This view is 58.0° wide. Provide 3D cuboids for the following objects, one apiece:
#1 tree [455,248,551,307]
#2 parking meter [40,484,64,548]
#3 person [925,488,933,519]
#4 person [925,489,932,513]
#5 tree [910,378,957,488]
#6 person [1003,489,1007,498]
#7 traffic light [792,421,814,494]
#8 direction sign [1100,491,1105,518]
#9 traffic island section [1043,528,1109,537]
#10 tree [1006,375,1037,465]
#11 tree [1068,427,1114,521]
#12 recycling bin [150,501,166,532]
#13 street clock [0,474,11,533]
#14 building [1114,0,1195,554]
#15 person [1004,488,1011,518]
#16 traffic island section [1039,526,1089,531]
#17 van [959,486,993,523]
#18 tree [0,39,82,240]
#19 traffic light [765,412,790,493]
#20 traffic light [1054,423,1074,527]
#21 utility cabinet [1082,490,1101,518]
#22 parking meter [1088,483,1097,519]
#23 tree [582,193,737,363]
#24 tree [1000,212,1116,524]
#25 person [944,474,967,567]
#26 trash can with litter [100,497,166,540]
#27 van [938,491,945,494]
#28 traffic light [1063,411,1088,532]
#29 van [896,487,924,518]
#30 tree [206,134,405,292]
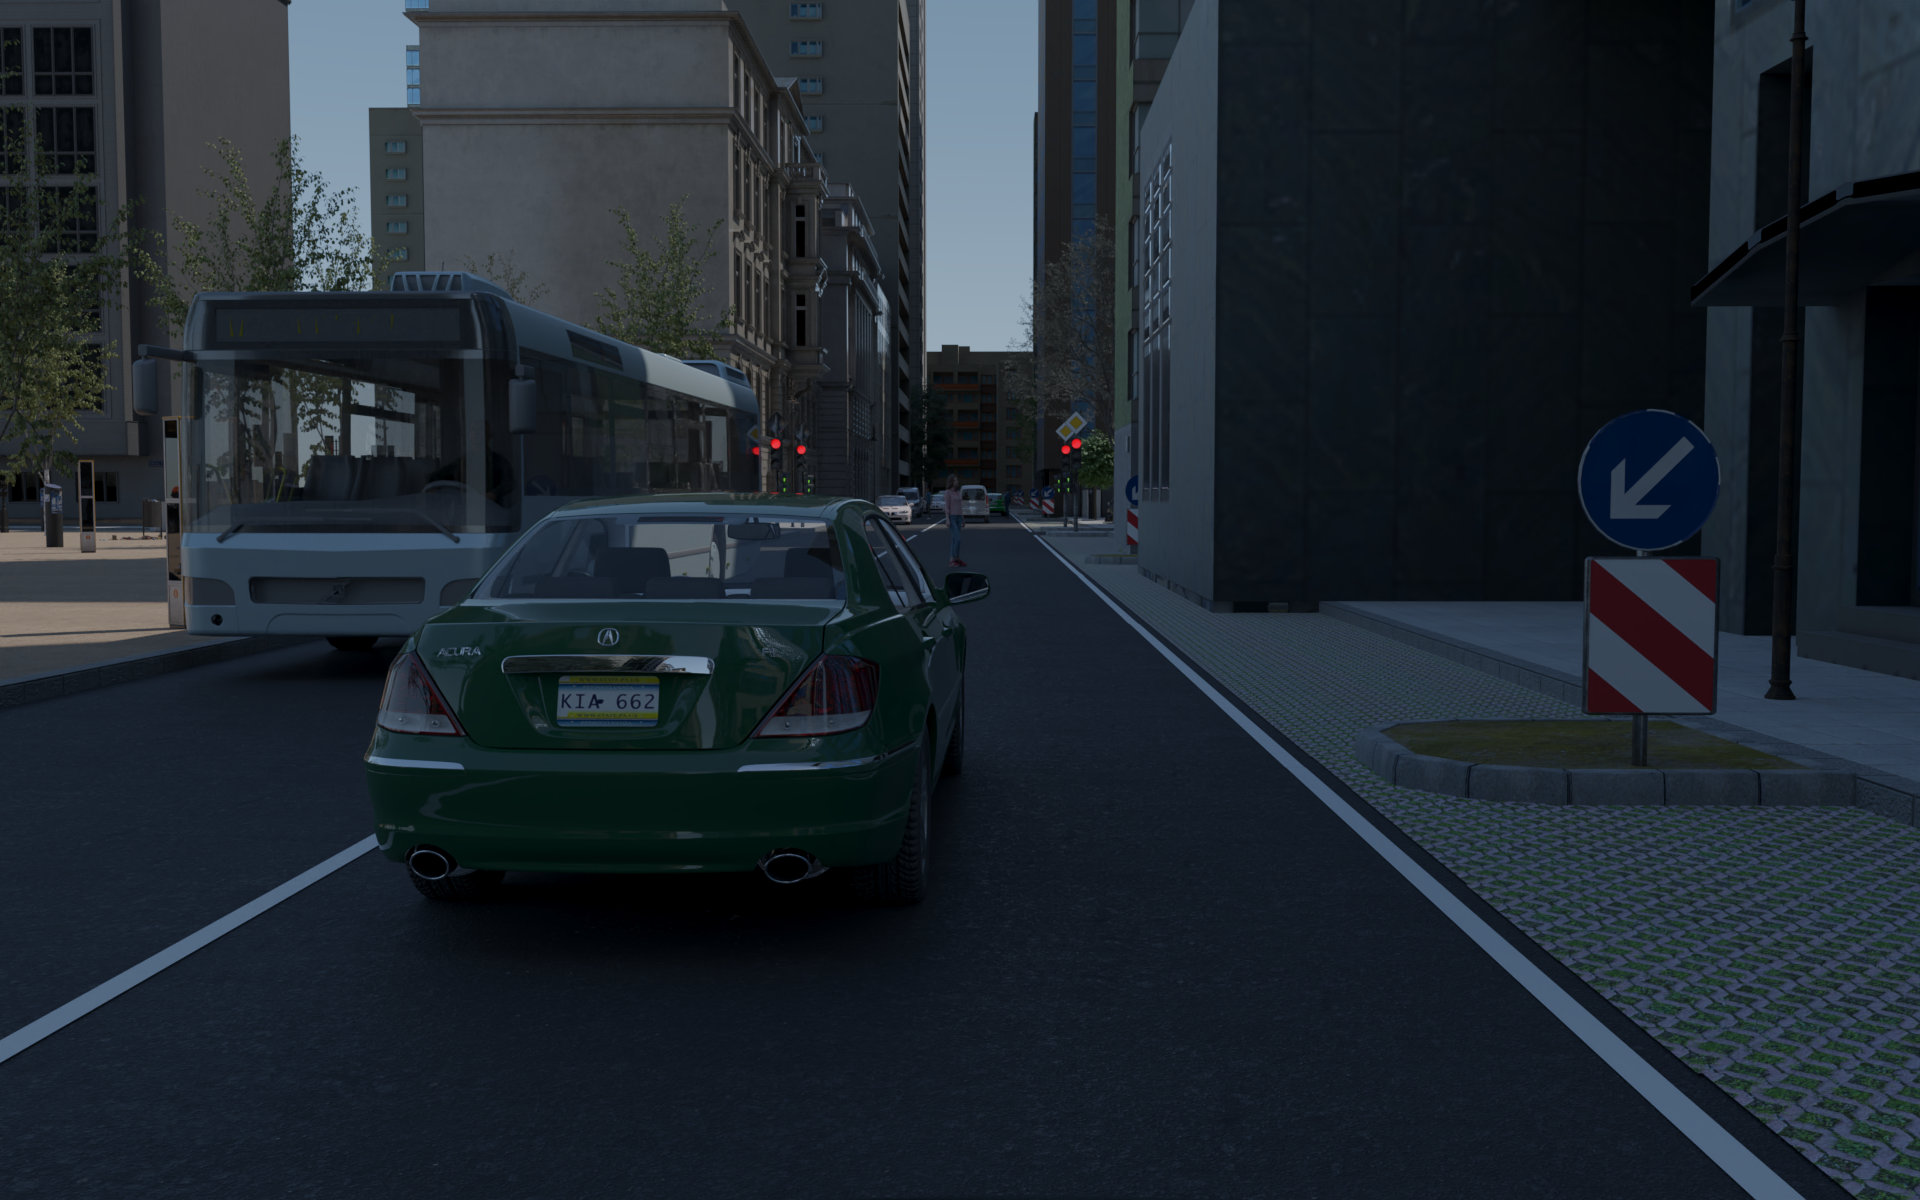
[{"bbox_3d":[-14.117,-6.180,51.410,4.360,8.622,3.978,0,3,0],"label":"tree"},{"bbox_3d":[-21.803,-2.035,41.678,0.372,1.533,0.369,0,3,0],"label":"parking meter"},{"bbox_3d":[-1.741,-5.452,97.978,0.444,1.785,0.601,0,4,-1],"label":"person"},{"bbox_3d":[-2.374,-7.578,132.499,0.679,1.850,0.850,1,4,23],"label":"person"},{"bbox_3d":[-4.916,-17.460,192.131,9.857,13.997,8.962,0,3,0],"label":"tree"},{"bbox_3d":[3.568,-7.650,133.839,0.793,1.790,0.793,3,4,38],"label":"person"},{"bbox_3d":[-6.066,-4.765,66.835,0.839,4.253,0.868,0,4,1],"label":"traffic light"},{"bbox_3d":[7.712,-6.251,94.208,0.876,3.537,0.379,-1,4,-20],"label":"direction sign"},{"bbox_3d":[3.950,-2.234,58.812,2.009,0.180,2.903,0,4,1],"label":"traffic island section"},{"bbox_3d":[7.775,-13.602,148.153,9.928,11.665,9.643,0,3,0],"label":"tree"},{"bbox_3d":[6.711,-6.165,84.515,4.285,4.588,4.351,0,3,0],"label":"tree"},{"bbox_3d":[-27.086,-2.833,58.866,0.722,1.027,0.722,-3,4,-38],"label":"recycling bin"},{"bbox_3d":[-31.586,-3.219,57.194,0.471,2.002,0.358,1,4,15],"label":"street clock"},{"bbox_3d":[11.001,-22.094,44.834,14.154,41.232,14.086,0,4,1],"label":"building"},{"bbox_3d":[2.792,-5.723,102.254,0.419,1.800,0.721,0,4,-6],"label":"person"},{"bbox_3d":[4.084,-2.723,66.796,2.009,0.180,2.903,0,4,1],"label":"traffic island section"},{"bbox_3d":[0.648,-4.890,86.965,2.013,2.044,4.112,0,4,0],"label":"van"},{"bbox_3d":[-15.453,-4.715,27.455,4.737,8.622,4.395,0,3,0],"label":"tree"},{"bbox_3d":[-6.200,-4.277,58.851,0.839,4.253,0.868,0,4,1],"label":"traffic light"},{"bbox_3d":[4.044,-4.756,66.683,0.839,4.253,0.868,0,4,1],"label":"traffic light"},{"bbox_3d":[7.033,-5.140,92.722,0.318,1.500,1.173,3,5,43],"label":"utility cabinet"},{"bbox_3d":[6.799,-5.093,88.979,0.255,1.863,0.399,-3,5,-40],"label":"parking meter"},{"bbox_3d":[-7.552,-5.671,43.080,4.737,8.622,4.395,0,3,0],"label":"tree"},{"bbox_3d":[6.792,-10.078,75.152,12.009,13.543,11.850,0,3,0],"label":"tree"},{"bbox_3d":[-0.113,-1.569,34.169,0.388,1.821,0.555,2,4,27],"label":"person"},{"bbox_3d":[-23.176,-2.305,48.741,1.678,1.210,2.233,3,5,41],"label":"trash can with litter"},{"bbox_3d":[-1.922,-12.383,209.467,2.013,2.044,4.112,0,4,-1],"label":"van"},{"bbox_3d":[3.910,-4.268,58.699,0.839,4.253,0.868,0,4,1],"label":"traffic light"},{"bbox_3d":[-3.209,-6.098,106.721,2.013,2.044,4.112,0,4,1],"label":"van"},{"bbox_3d":[-14.032,-5.162,34.763,4.737,8.622,4.395,0,3,0],"label":"tree"}]
